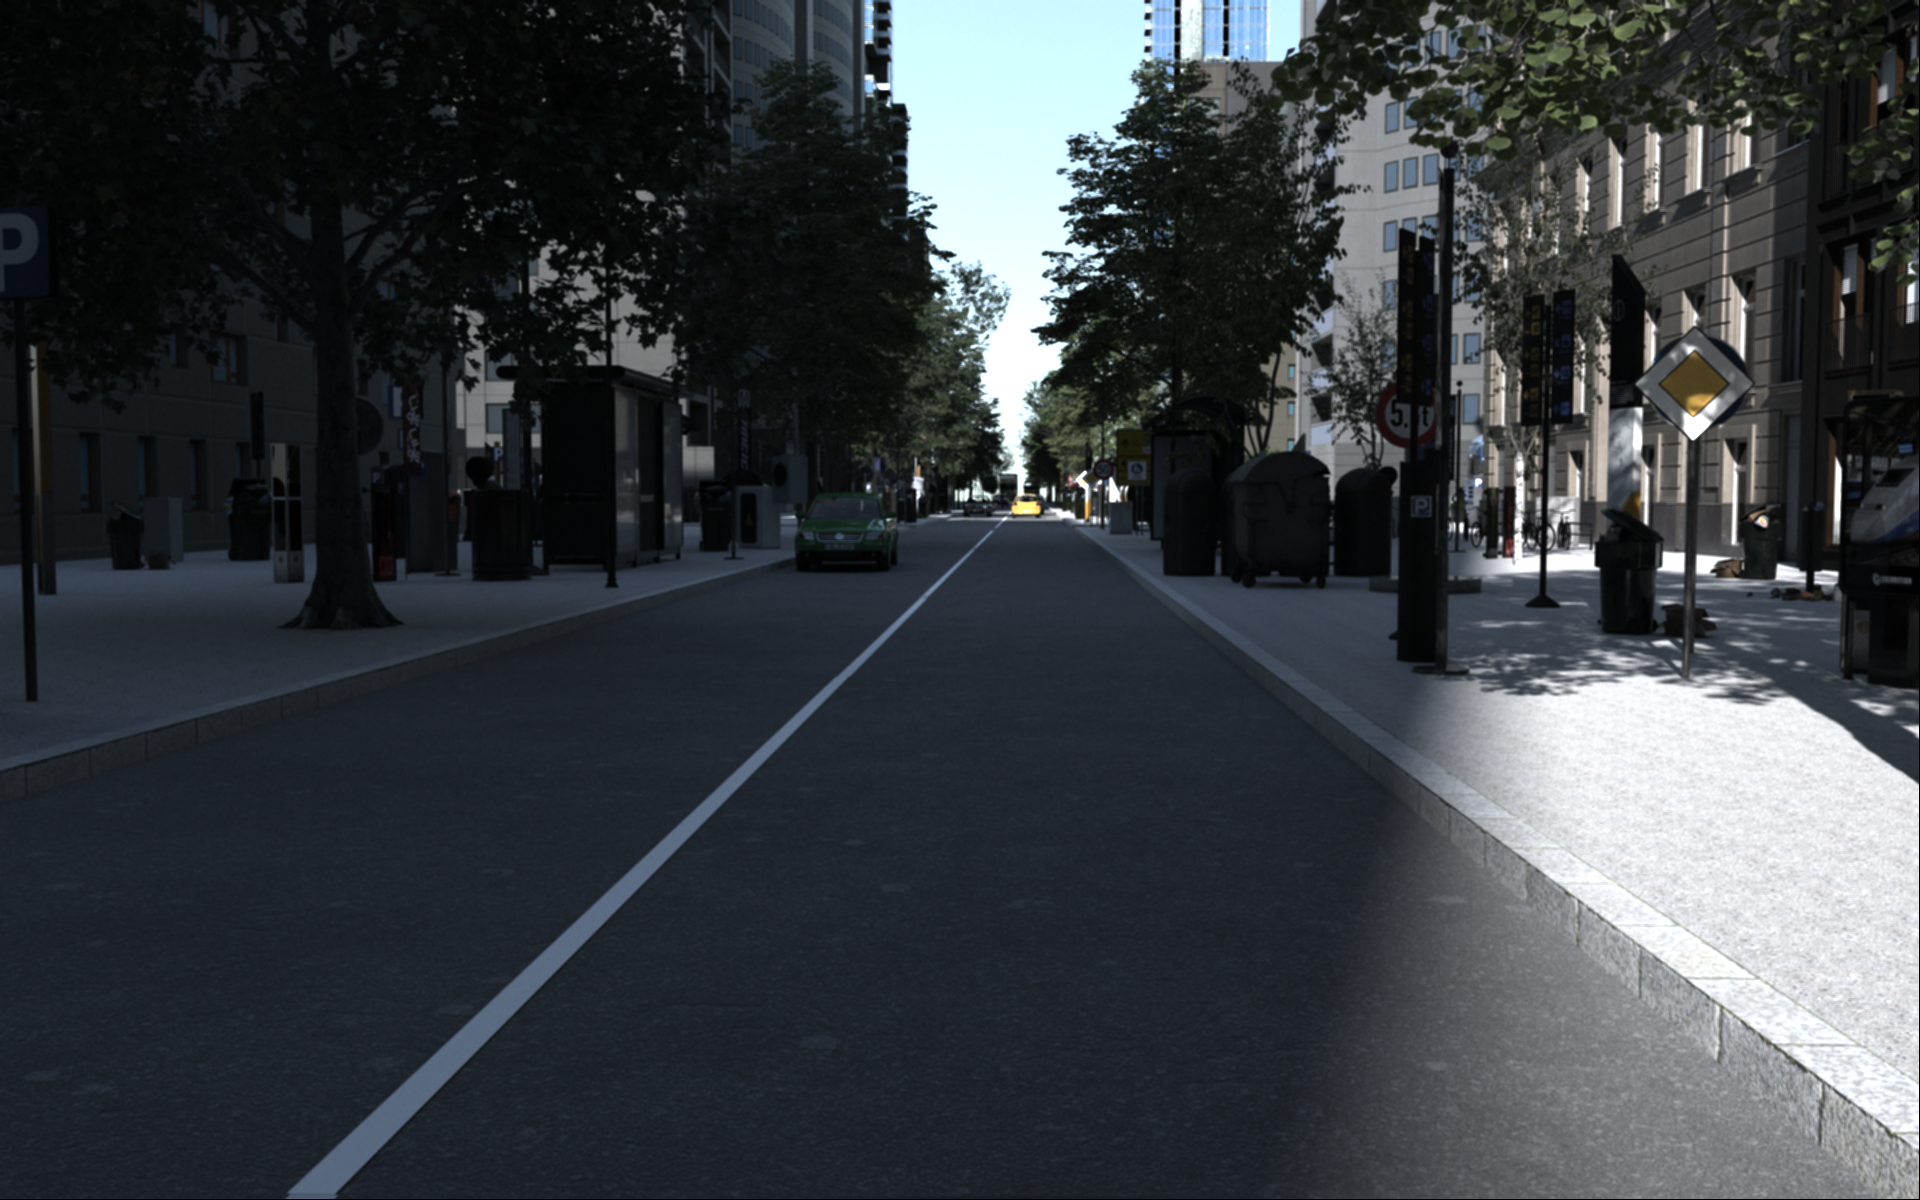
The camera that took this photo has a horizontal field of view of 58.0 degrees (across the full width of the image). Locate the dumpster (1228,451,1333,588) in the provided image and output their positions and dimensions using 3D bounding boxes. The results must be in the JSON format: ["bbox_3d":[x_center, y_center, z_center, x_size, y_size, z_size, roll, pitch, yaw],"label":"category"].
[{"bbox_3d":[4.482,-1.132,24.261,1.264,1.857,1.865,0,4,2],"label":"dumpster"}]

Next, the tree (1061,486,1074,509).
[{"bbox_3d":[10.132,-9.625,151.967,1.663,3.219,1.824,0,3,0],"label":"tree"}]

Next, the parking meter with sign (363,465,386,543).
[{"bbox_3d":[-15.163,-3.021,45.659,0.543,3.016,1.738,2,4,26],"label":"parking meter with sign"}]

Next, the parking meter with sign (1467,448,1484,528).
[{"bbox_3d":[19.638,-4.225,65.341,0.543,3.016,1.738,2,4,34],"label":"parking meter with sign"}]

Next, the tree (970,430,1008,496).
[{"bbox_3d":[2.630,-17.875,226.666,7.601,10.594,8.767,-1,4,-15],"label":"tree"}]

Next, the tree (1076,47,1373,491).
[{"bbox_3d":[4.896,-4.807,28.961,4.737,8.622,4.395,0,3,0],"label":"tree"}]

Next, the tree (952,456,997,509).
[{"bbox_3d":[-0.111,-9.872,145.118,4.285,4.588,4.351,0,3,0],"label":"tree"}]

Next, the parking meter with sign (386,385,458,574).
[{"bbox_3d":[-8.792,-1.973,28.522,0.543,3.016,1.738,0,4,4],"label":"parking meter with sign"}]

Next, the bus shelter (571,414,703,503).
[{"bbox_3d":[-7.224,-2.723,38.445,2.014,3.302,5.546,0,4,2],"label":"bus shelter"}]

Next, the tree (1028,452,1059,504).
[{"bbox_3d":[13.268,-18.383,234.978,8.767,10.594,7.601,-1,4,-17],"label":"tree"}]

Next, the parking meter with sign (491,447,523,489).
[{"bbox_3d":[-16.368,-4.105,63.370,1.738,3.016,0.543,3,4,38],"label":"parking meter with sign"}]

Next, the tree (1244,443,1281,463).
[{"bbox_3d":[19.222,-7.625,108.374,4.285,4.588,4.351,0,3,0],"label":"tree"}]

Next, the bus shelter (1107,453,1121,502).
[{"bbox_3d":[7.762,-5.272,80.113,2.014,3.302,5.546,0,4,2],"label":"bus shelter"}]

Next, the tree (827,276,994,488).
[{"bbox_3d":[-2.838,-11.869,100.720,9.857,13.997,8.962,0,3,0],"label":"tree"}]

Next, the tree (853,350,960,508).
[{"bbox_3d":[-2.970,-8.226,84.858,4.360,8.622,3.978,0,3,0],"label":"tree"}]

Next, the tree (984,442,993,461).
[{"bbox_3d":[2.039,-15.546,204.544,4.360,8.622,3.978,0,3,0],"label":"tree"}]

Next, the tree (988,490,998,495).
[{"bbox_3d":[5.265,-17.178,275.459,1.663,3.219,1.824,0,3,0],"label":"tree"}]

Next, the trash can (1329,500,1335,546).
[{"bbox_3d":[9.135,-1.935,43.293,0.748,1.137,0.748,0,3,0],"label":"trash can"}]

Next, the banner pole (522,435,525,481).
[{"bbox_3d":[-13.833,-3.989,55.236,0.401,3.779,0.863,0,4,6],"label":"banner pole"}]

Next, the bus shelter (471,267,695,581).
[{"bbox_3d":[-6.455,-3.183,29.673,2.179,5.291,8.768,0,4,2],"label":"bus shelter"}]

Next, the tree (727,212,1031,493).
[{"bbox_3d":[-4.520,-8.294,61.360,9.928,11.665,9.643,0,3,0],"label":"tree"}]

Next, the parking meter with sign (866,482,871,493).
[{"bbox_3d":[-5.728,-7.080,112.012,0.543,3.016,1.738,3,4,37],"label":"parking meter with sign"}]

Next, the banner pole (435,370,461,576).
[{"bbox_3d":[-8.102,-2.286,27.391,0.401,3.779,0.863,-1,4,-8],"label":"banner pole"}]

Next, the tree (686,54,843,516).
[{"bbox_3d":[-3.975,-7.815,45.898,7.486,12.596,7.792,0,3,0],"label":"tree"}]

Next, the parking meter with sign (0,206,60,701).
[{"bbox_3d":[-5.976,-0.831,9.851,0.543,3.016,1.738,1,4,16],"label":"parking meter with sign"}]

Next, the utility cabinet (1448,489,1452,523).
[{"bbox_3d":[21.389,-4.137,76.325,0.318,1.500,1.173,2,4,25],"label":"utility cabinet"}]

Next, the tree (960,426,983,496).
[{"bbox_3d":[-0.872,-12.540,155.399,4.360,8.622,3.978,0,3,0],"label":"tree"}]

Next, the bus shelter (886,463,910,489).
[{"bbox_3d":[-3.991,-7.113,110.224,2.014,3.302,5.546,0,4,2],"label":"bus shelter"}]

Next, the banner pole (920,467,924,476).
[{"bbox_3d":[-3.232,-9.615,147.214,0.401,3.779,0.863,2,4,27],"label":"banner pole"}]

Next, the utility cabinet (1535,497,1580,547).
[{"bbox_3d":[14.612,-1.910,42.383,0.306,1.237,1.020,-3,5,-43],"label":"utility cabinet"}]

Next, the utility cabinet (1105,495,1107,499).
[{"bbox_3d":[12.364,-8.204,145.303,0.306,1.237,1.020,-1,4,-14],"label":"utility cabinet"}]

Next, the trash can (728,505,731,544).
[{"bbox_3d":[-5.933,-1.883,42.436,0.748,1.137,0.748,0,3,0],"label":"trash can"}]

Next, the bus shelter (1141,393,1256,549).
[{"bbox_3d":[5.108,-2.675,37.662,2.014,3.302,5.546,0,4,2],"label":"bus shelter"}]

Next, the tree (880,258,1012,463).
[{"bbox_3d":[-2.975,-16.749,129.739,12.611,20.169,13.585,0,3,0],"label":"tree"}]

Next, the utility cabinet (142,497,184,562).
[{"bbox_3d":[-15.140,-1.331,32.918,1.020,1.237,0.306,3,5,40],"label":"utility cabinet"}]

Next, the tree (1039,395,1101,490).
[{"bbox_3d":[7.534,-9.849,111.397,4.360,8.622,3.978,0,3,0],"label":"tree"}]

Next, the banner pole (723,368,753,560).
[{"bbox_3d":[-4.346,-2.703,34.205,0.401,3.779,0.863,2,4,29],"label":"banner pole"}]

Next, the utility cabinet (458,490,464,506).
[{"bbox_3d":[-24.339,-4.736,86.108,1.173,1.500,0.318,-2,4,-25],"label":"utility cabinet"}]

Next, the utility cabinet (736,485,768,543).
[{"bbox_3d":[-5.336,-2.194,44.545,0.318,1.500,1.173,-3,4,-37],"label":"utility cabinet"}]

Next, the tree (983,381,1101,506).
[{"bbox_3d":[10.314,-16.515,180.397,12.009,13.543,11.850,0,3,0],"label":"tree"}]

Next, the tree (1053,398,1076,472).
[{"bbox_3d":[9.031,-11.060,131.197,4.737,8.622,4.395,0,3,0],"label":"tree"}]

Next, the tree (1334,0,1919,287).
[{"bbox_3d":[3.709,-5.375,6.014,7.486,12.596,7.792,0,3,0],"label":"tree"}]

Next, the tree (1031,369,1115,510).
[{"bbox_3d":[8.756,-13.136,140.521,9.928,11.665,9.643,0,3,0],"label":"tree"}]

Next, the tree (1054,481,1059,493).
[{"bbox_3d":[12.691,-13.784,219.977,1.663,3.219,1.824,0,3,0],"label":"tree"}]

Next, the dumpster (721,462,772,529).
[{"bbox_3d":[-6.412,-3.012,51.736,1.502,2.255,1.985,0,4,2],"label":"dumpster"}]

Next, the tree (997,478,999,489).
[{"bbox_3d":[4.349,-16.630,255.605,4.285,4.588,4.351,0,3,0],"label":"tree"}]

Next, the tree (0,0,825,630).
[{"bbox_3d":[-6.108,-6.081,16.429,9.611,12.733,9.660,0,3,0],"label":"tree"}]

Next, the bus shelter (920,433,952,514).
[{"bbox_3d":[-1.583,-8.501,116.617,2.179,5.291,8.768,0,4,2],"label":"bus shelter"}]

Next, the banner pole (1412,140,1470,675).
[{"bbox_3d":[3.376,-1.353,12.139,0.401,3.779,0.863,1,4,21],"label":"banner pole"}]

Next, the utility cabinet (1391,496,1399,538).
[{"bbox_3d":[13.114,-2.444,51.128,1.020,1.237,0.306,-3,5,-43],"label":"utility cabinet"}]
